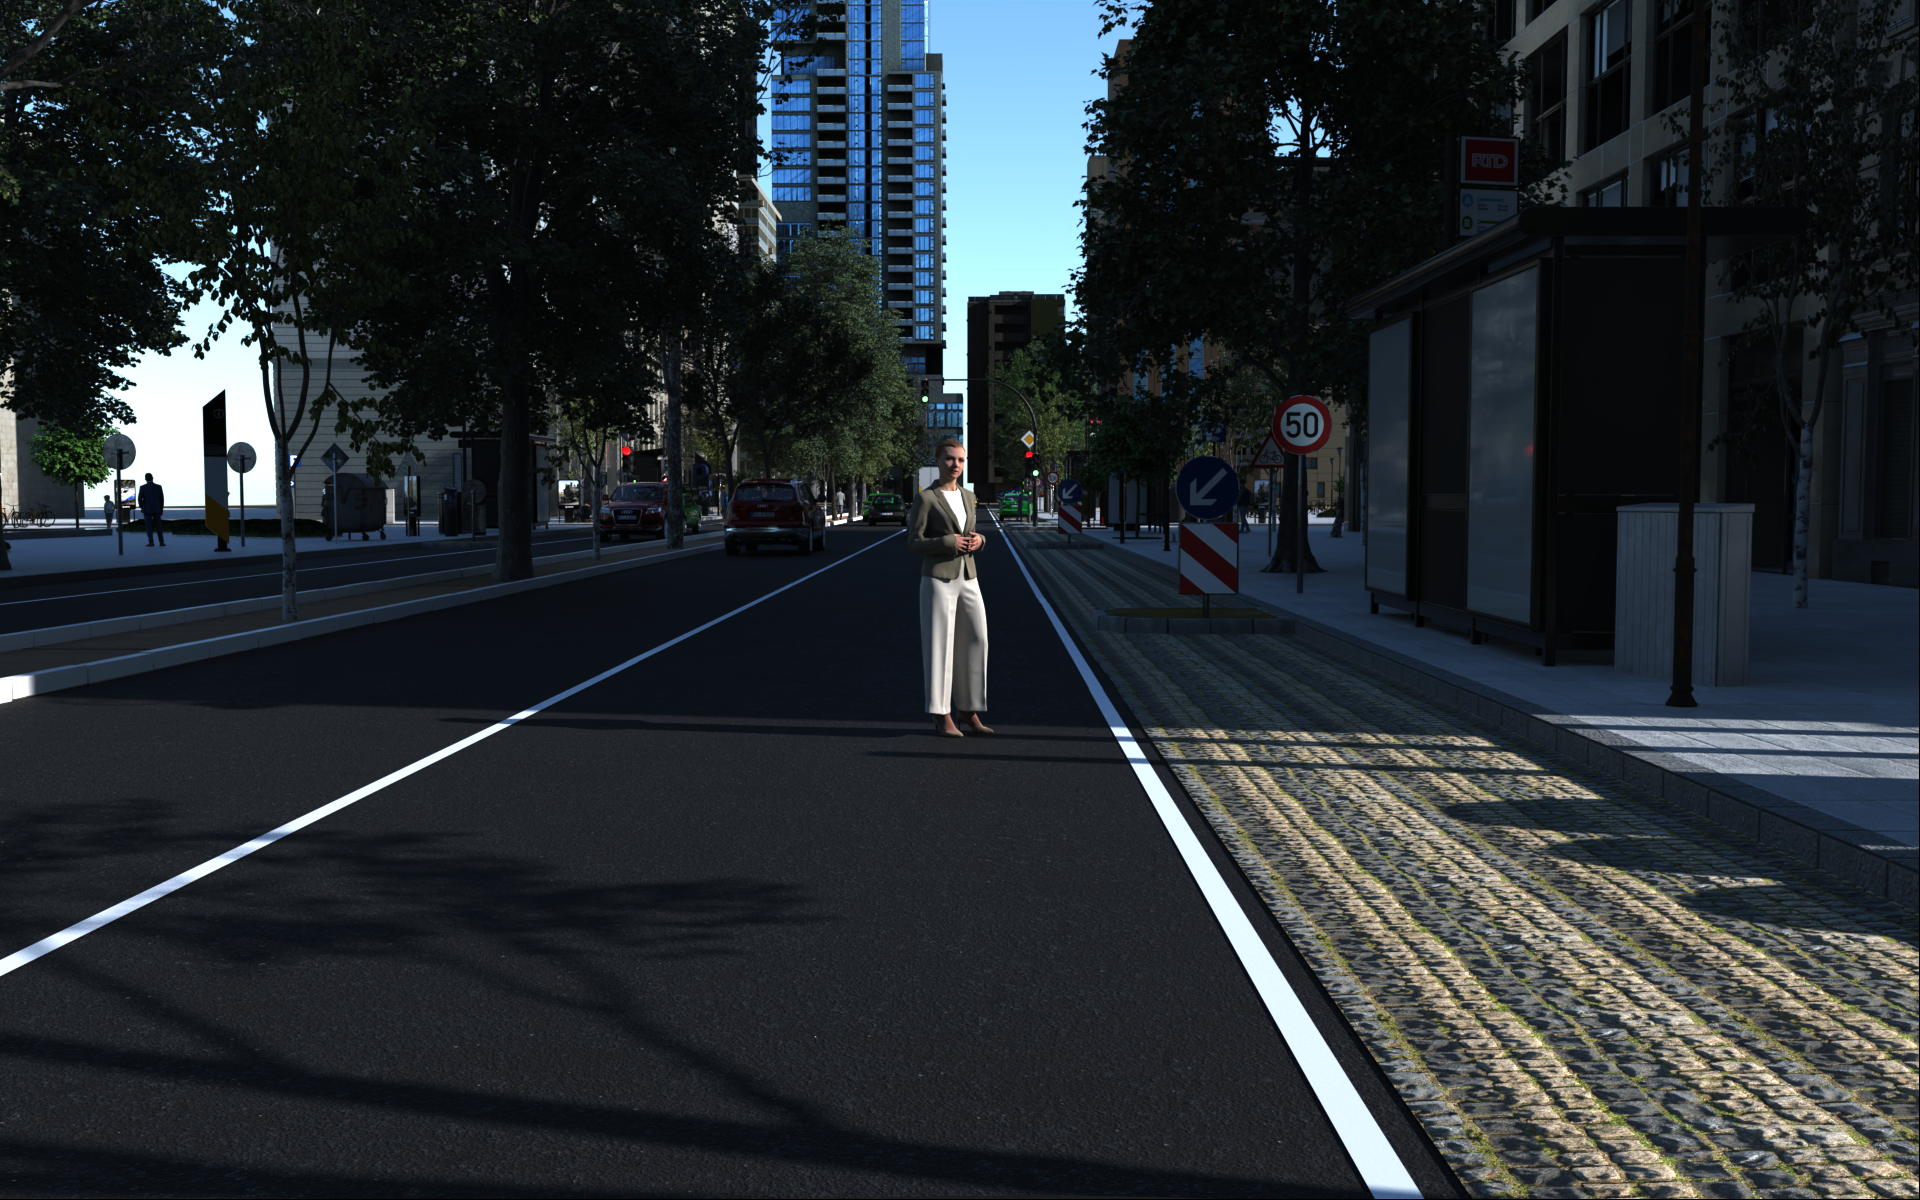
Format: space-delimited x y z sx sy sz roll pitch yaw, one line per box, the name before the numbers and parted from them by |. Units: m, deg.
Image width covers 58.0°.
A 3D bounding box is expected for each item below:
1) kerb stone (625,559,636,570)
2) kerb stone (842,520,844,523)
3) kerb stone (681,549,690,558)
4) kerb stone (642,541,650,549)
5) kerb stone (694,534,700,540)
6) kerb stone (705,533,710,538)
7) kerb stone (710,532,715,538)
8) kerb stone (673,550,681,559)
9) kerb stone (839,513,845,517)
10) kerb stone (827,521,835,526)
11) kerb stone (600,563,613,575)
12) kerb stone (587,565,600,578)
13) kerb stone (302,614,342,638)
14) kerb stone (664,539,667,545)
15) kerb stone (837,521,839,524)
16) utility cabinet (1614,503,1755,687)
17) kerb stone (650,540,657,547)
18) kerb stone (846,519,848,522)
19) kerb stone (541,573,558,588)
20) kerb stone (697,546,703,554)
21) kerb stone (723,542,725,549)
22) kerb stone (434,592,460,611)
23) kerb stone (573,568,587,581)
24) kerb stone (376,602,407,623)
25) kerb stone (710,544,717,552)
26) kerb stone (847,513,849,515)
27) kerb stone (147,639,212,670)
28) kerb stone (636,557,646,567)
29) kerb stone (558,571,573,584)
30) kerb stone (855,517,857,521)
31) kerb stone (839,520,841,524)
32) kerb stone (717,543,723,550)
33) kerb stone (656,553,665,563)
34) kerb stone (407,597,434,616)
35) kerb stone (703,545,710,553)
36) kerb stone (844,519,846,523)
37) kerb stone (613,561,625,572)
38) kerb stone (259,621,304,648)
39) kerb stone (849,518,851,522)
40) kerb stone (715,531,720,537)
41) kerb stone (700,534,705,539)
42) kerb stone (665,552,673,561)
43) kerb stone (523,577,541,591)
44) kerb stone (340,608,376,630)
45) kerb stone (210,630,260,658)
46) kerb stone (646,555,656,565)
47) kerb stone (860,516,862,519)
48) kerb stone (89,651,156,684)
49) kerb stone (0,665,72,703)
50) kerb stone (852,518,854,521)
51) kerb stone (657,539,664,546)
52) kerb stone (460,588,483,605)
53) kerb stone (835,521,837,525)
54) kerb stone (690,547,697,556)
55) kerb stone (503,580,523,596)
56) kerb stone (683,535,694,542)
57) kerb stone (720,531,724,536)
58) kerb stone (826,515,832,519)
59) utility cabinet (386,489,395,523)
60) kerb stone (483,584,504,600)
kerb stone | -6.392 -0.662 33.015 0.120 0.150 1.000 0 4 1
kerb stone | -5.823 -3.767 83.783 0.120 0.150 1.000 0 4 1
kerb stone | -6.314 -1.037 39.158 0.120 0.150 1.000 0 4 1
kerb stone | -8.349 -1.412 45.348 0.120 0.150 1.000 0 4 1
kerb stone | -8.261 -1.915 53.567 0.120 0.150 1.000 0 4 1
kerb stone | -8.241 -2.040 55.619 0.120 0.150 1.000 0 4 1
kerb stone | -8.225 -2.104 56.648 0.120 0.150 1.000 0 4 1
kerb stone | -6.335 -0.973 38.136 0.120 0.150 1.000 0 4 1
kerb stone | -7.623 -5.397 110.445 0.120 0.150 1.000 0 4 1
kerb stone | -5.882 -3.453 78.656 0.120 0.150 1.000 0 4 1
kerb stone | -6.415 -0.536 30.966 0.120 0.150 1.000 0 4 1
kerb stone | -6.432 -0.472 29.939 0.120 0.150 1.000 0 4 1
kerb stone | -6.567 0.279 17.639 0.120 0.150 1.000 0 4 1
kerb stone | -8.328 -1.601 48.420 0.120 0.150 1.000 0 4 1
kerb stone | -5.858 -3.579 80.711 0.120 0.150 1.000 0 4 1
utility cabinet | 4.993 -0.052 12.009 0.306 1.237 1.020 -1 4 -18
kerb stone | -8.348 -1.479 46.376 0.120 0.150 1.000 0 4 1
kerb stone | -5.792 -3.892 85.827 0.120 0.150 1.000 0 4 1
kerb stone | -6.457 -0.283 26.864 0.120 0.150 1.000 0 4 1
kerb stone | -6.308 -1.163 41.209 0.120 0.150 1.000 0 4 1
kerb stone | -6.252 -1.414 45.309 0.120 0.150 1.000 0 4 1
kerb stone | -6.515 0.028 21.733 0.120 0.150 1.000 0 4 1
kerb stone | -6.437 -0.406 28.910 0.120 0.150 1.000 0 4 1
kerb stone | -6.536 0.154 19.683 0.120 0.150 1.000 0 4 1
kerb stone | -6.281 -1.288 43.259 0.120 0.150 1.000 0 4 1
kerb stone | -7.581 -5.649 114.556 0.120 0.150 1.000 0 4 1
kerb stone | -6.601 0.466 14.570 0.120 0.150 1.000 0 4 1
kerb stone | -6.380 -0.725 34.044 0.120 0.150 1.000 0 4 1
kerb stone | -6.447 -0.348 27.887 0.120 0.150 1.000 0 4 1
kerb stone | -5.726 -4.269 91.986 0.120 0.150 1.000 0 4 1
kerb stone | -5.849 -3.642 81.738 0.120 0.150 1.000 0 4 1
kerb stone | -6.271 -1.351 44.287 0.120 0.150 1.000 0 4 1
kerb stone | -6.353 -0.850 36.089 0.120 0.150 1.000 0 4 1
kerb stone | -6.534 0.091 20.708 0.120 0.150 1.000 0 4 1
kerb stone | -6.290 -1.224 42.237 0.120 0.150 1.000 0 4 1
kerb stone | -5.810 -3.829 84.805 0.120 0.150 1.000 0 4 1
kerb stone | -6.406 -0.596 31.988 0.120 0.150 1.000 0 4 1
kerb stone | -6.573 0.341 16.615 0.120 0.150 1.000 0 4 1
kerb stone | -5.776 -4.017 87.881 0.120 0.150 1.000 0 4 1
kerb stone | -8.220 -2.170 57.676 0.120 0.150 1.000 0 4 1
kerb stone | -8.250 -1.977 54.589 0.120 0.150 1.000 0 4 1
kerb stone | -6.350 -0.907 37.111 0.120 0.150 1.000 0 4 1
kerb stone | -6.476 -0.220 25.834 0.120 0.150 1.000 0 4 1
kerb stone | -6.560 0.216 18.661 0.120 0.150 1.000 0 4 1
kerb stone | -6.591 0.405 15.593 0.120 0.150 1.000 0 4 1
kerb stone | -6.369 -0.787 35.066 0.120 0.150 1.000 0 4 1
kerb stone | -5.692 -4.520 96.103 0.120 0.150 1.000 0 4 1
kerb stone | -6.609 0.537 13.543 0.120 0.150 1.000 0 4 1
kerb stone | -6.629 0.594 12.521 0.120 0.150 1.000 0 4 1
kerb stone | -5.752 -4.143 89.937 0.120 0.150 1.000 0 4 1
kerb stone | -8.333 -1.541 47.398 0.120 0.150 1.000 0 4 1
kerb stone | -6.505 -0.029 22.755 0.120 0.150 1.000 0 4 1
kerb stone | -5.872 -3.516 79.688 0.120 0.150 1.000 0 4 1
kerb stone | -6.313 -1.100 40.180 0.120 0.150 1.000 0 4 1
kerb stone | -6.487 -0.160 24.804 0.120 0.150 1.000 0 4 1
kerb stone | -8.279 -1.856 52.540 0.120 0.150 1.000 0 4 1
kerb stone | -8.207 -2.233 58.698 0.120 0.150 1.000 0 4 1
kerb stone | -7.714 -4.894 102.254 0.120 0.150 1.000 0 4 1
utility cabinet | -25.256 -4.164 76.757 0.318 1.500 1.173 -1 4 -15
kerb stone | -6.489 -0.097 23.780 0.120 0.150 1.000 0 4 1
